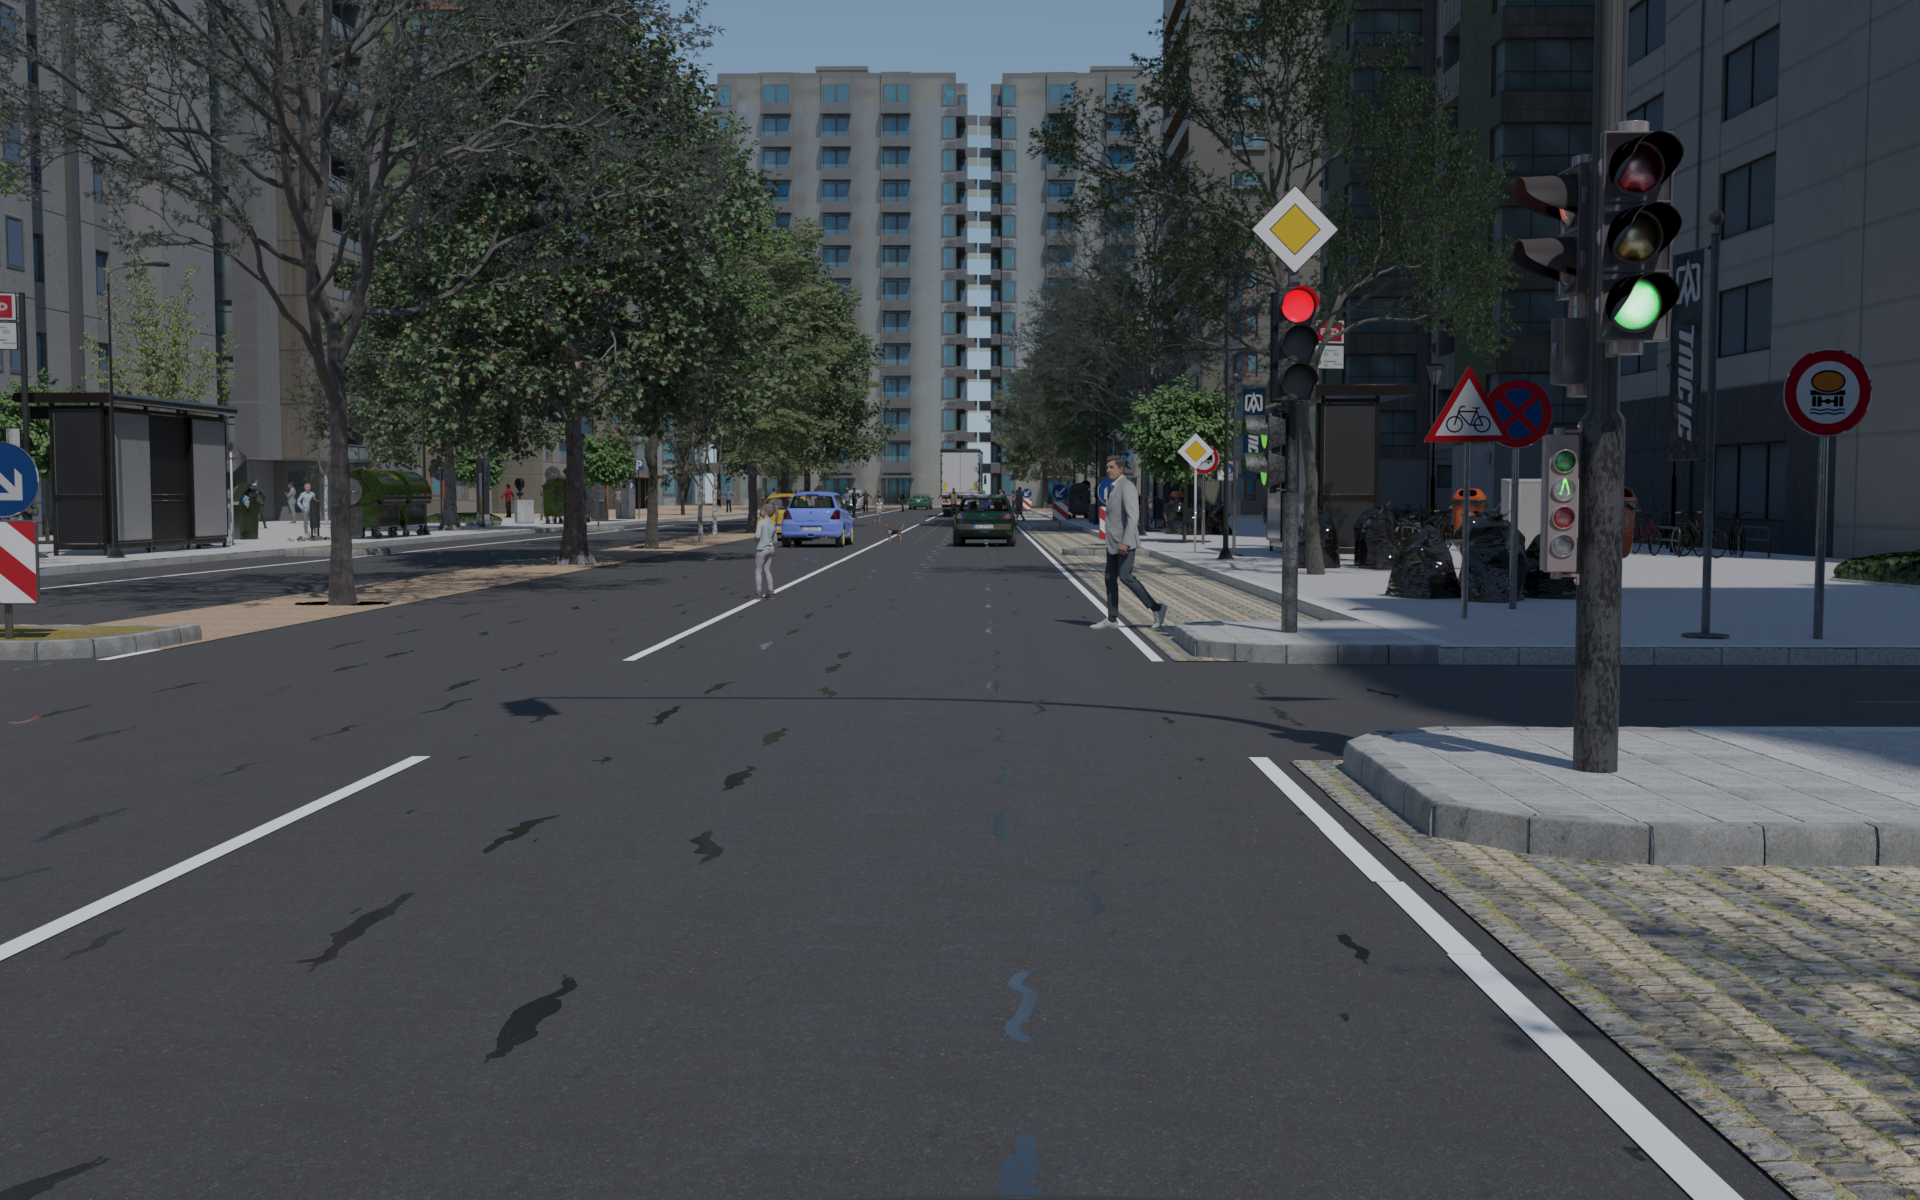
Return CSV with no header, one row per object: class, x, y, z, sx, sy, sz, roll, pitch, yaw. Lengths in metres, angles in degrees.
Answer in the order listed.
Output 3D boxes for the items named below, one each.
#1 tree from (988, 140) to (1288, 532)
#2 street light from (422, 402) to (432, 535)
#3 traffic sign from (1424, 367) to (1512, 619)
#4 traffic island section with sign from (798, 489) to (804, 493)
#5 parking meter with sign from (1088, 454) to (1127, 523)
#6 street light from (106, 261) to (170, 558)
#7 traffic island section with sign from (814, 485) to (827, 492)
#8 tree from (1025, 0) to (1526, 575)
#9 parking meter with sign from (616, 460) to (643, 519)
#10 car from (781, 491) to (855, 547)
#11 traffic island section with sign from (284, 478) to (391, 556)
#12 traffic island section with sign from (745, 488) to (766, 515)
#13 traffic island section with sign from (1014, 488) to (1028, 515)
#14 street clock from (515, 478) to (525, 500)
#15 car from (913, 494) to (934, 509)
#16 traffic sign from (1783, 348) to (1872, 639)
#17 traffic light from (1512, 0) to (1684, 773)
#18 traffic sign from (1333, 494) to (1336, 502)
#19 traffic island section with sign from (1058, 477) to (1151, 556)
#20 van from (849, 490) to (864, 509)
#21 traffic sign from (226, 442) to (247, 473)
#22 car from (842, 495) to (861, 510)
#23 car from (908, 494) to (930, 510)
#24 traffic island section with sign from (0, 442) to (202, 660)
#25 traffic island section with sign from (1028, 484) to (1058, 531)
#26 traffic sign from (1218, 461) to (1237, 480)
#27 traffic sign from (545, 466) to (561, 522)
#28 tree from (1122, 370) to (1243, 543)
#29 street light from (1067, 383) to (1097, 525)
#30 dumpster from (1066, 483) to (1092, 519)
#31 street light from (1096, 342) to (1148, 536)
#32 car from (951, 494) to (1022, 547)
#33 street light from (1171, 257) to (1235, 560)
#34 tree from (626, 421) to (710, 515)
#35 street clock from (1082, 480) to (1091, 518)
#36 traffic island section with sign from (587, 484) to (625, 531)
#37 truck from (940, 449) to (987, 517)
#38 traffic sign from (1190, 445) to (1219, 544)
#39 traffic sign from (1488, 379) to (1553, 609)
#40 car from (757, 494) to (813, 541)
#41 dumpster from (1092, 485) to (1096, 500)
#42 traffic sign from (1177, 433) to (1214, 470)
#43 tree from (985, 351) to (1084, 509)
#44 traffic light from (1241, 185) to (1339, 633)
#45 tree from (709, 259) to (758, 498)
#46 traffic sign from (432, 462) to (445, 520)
tree,6.498,-9.116,59.409,12.009,13.543,11.850,0,3,0
street light,-16.223,-4.990,54.126,1.470,5.913,1.316,0,4,1
traffic sign,5.199,-1.087,17.781,0.884,2.594,0.081,0,4,3
traffic island section with sign,-13.192,-8.346,145.086,1.989,1.847,2.006,0,4,1
parking meter with sign,6.479,-4.905,76.450,1.738,3.016,0.543,3,4,38
street light,-16.415,-3.796,34.610,1.470,5.913,1.316,0,4,1
traffic island section with sign,-7.406,-5.068,91.006,2.006,1.907,1.989,0,4,1
tree,5.515,-5.699,27.590,8.767,10.594,7.601,-2,4,-30
parking meter with sign,-16.907,-5.627,88.266,1.738,3.016,0.543,3,5,40
car,-3.902,-2.338,47.813,1.945,1.707,3.694,0,4,2
traffic island section with sign,-14.606,-1.975,40.916,1.989,1.847,2.006,0,4,1
traffic island section with sign,-13.571,-6.693,118.056,1.989,1.847,2.006,0,4,1
traffic island section with sign,4.452,-6.693,118.062,1.989,1.847,2.006,0,4,1
street clock,-20.020,-4.539,78.787,0.471,2.002,0.358,3,5,39
car,-3.544,-9.353,164.720,2.131,1.459,4.920,0,4,1
traffic sign,7.595,-0.927,15.255,0.768,2.556,0.104,0,4,2
traffic light,0.834,-2.029,7.847,4.771,5.953,1.251,0,4,1
traffic sign,9.113,-2.569,42.116,0.768,2.556,0.104,1,4,10
traffic island section with sign,3.410,-1.959,40.655,1.989,1.847,2.006,0,4,1
van,-10.012,-9.626,164.398,2.013,2.044,4.112,0,4,2
traffic sign,-18.373,-2.688,43.687,0.795,2.593,0.064,0,4,2
car,-9.905,-8.730,155.098,2.083,1.381,4.827,0,4,0
car,-3.781,-9.026,159.377,2.131,1.459,4.920,0,4,0
traffic island section with sign,-8.411,-0.473,15.874,2.006,1.907,1.989,0,4,1
traffic island section with sign,3.782,-3.613,67.708,1.989,1.847,2.006,0,4,1
traffic sign,8.212,-3.123,53.185,0.606,2.300,0.079,0,4,3
traffic sign,-18.751,-4.870,79.726,0.768,2.556,0.104,0,4,8
tree,5.925,-3.817,46.128,4.285,4.588,4.351,0,3,0
street light,5.166,-6.099,72.254,1.470,5.913,1.316,0,4,1
dumpster,6.056,-5.030,87.997,1.264,1.857,1.865,0,4,1
street light,5.059,-4.930,53.148,1.470,5.913,1.316,0,4,1
car,0.719,-2.370,48.541,2.009,1.686,4.222,0,4,3
street light,4.686,-3.754,33.924,1.470,5.913,1.316,0,4,1
tree,-16.948,-10.388,104.262,8.767,10.594,7.601,2,4,25
street clock,6.630,-5.304,91.285,0.471,2.002,0.358,-1,4,-12
traffic island section with sign,-14.239,-3.624,67.888,1.989,1.847,2.006,0,4,1
truck,0.211,-7.543,112.247,2.839,4.237,11.283,0,4,2
traffic sign,6.192,-2.687,44.035,0.768,2.556,0.104,1,4,9
traffic sign,6.162,-1.170,19.230,0.768,2.556,0.104,0,4,3
car,-5.341,-2.698,54.336,2.015,1.641,3.980,0,4,0
dumpster,7.647,-5.333,89.694,1.502,2.255,1.985,0,4,1
traffic sign,5.089,-2.297,37.295,0.795,2.593,0.064,0,4,4
tree,7.385,-15.058,152.848,9.857,13.997,8.962,0,3,0
traffic light,3.035,-1.653,15.945,0.839,4.253,0.868,0,4,1
tree,-16.761,-17.078,135.110,12.611,20.169,13.585,0,3,0
traffic sign,-20.132,-4.103,67.193,0.768,2.556,0.104,0,4,7
